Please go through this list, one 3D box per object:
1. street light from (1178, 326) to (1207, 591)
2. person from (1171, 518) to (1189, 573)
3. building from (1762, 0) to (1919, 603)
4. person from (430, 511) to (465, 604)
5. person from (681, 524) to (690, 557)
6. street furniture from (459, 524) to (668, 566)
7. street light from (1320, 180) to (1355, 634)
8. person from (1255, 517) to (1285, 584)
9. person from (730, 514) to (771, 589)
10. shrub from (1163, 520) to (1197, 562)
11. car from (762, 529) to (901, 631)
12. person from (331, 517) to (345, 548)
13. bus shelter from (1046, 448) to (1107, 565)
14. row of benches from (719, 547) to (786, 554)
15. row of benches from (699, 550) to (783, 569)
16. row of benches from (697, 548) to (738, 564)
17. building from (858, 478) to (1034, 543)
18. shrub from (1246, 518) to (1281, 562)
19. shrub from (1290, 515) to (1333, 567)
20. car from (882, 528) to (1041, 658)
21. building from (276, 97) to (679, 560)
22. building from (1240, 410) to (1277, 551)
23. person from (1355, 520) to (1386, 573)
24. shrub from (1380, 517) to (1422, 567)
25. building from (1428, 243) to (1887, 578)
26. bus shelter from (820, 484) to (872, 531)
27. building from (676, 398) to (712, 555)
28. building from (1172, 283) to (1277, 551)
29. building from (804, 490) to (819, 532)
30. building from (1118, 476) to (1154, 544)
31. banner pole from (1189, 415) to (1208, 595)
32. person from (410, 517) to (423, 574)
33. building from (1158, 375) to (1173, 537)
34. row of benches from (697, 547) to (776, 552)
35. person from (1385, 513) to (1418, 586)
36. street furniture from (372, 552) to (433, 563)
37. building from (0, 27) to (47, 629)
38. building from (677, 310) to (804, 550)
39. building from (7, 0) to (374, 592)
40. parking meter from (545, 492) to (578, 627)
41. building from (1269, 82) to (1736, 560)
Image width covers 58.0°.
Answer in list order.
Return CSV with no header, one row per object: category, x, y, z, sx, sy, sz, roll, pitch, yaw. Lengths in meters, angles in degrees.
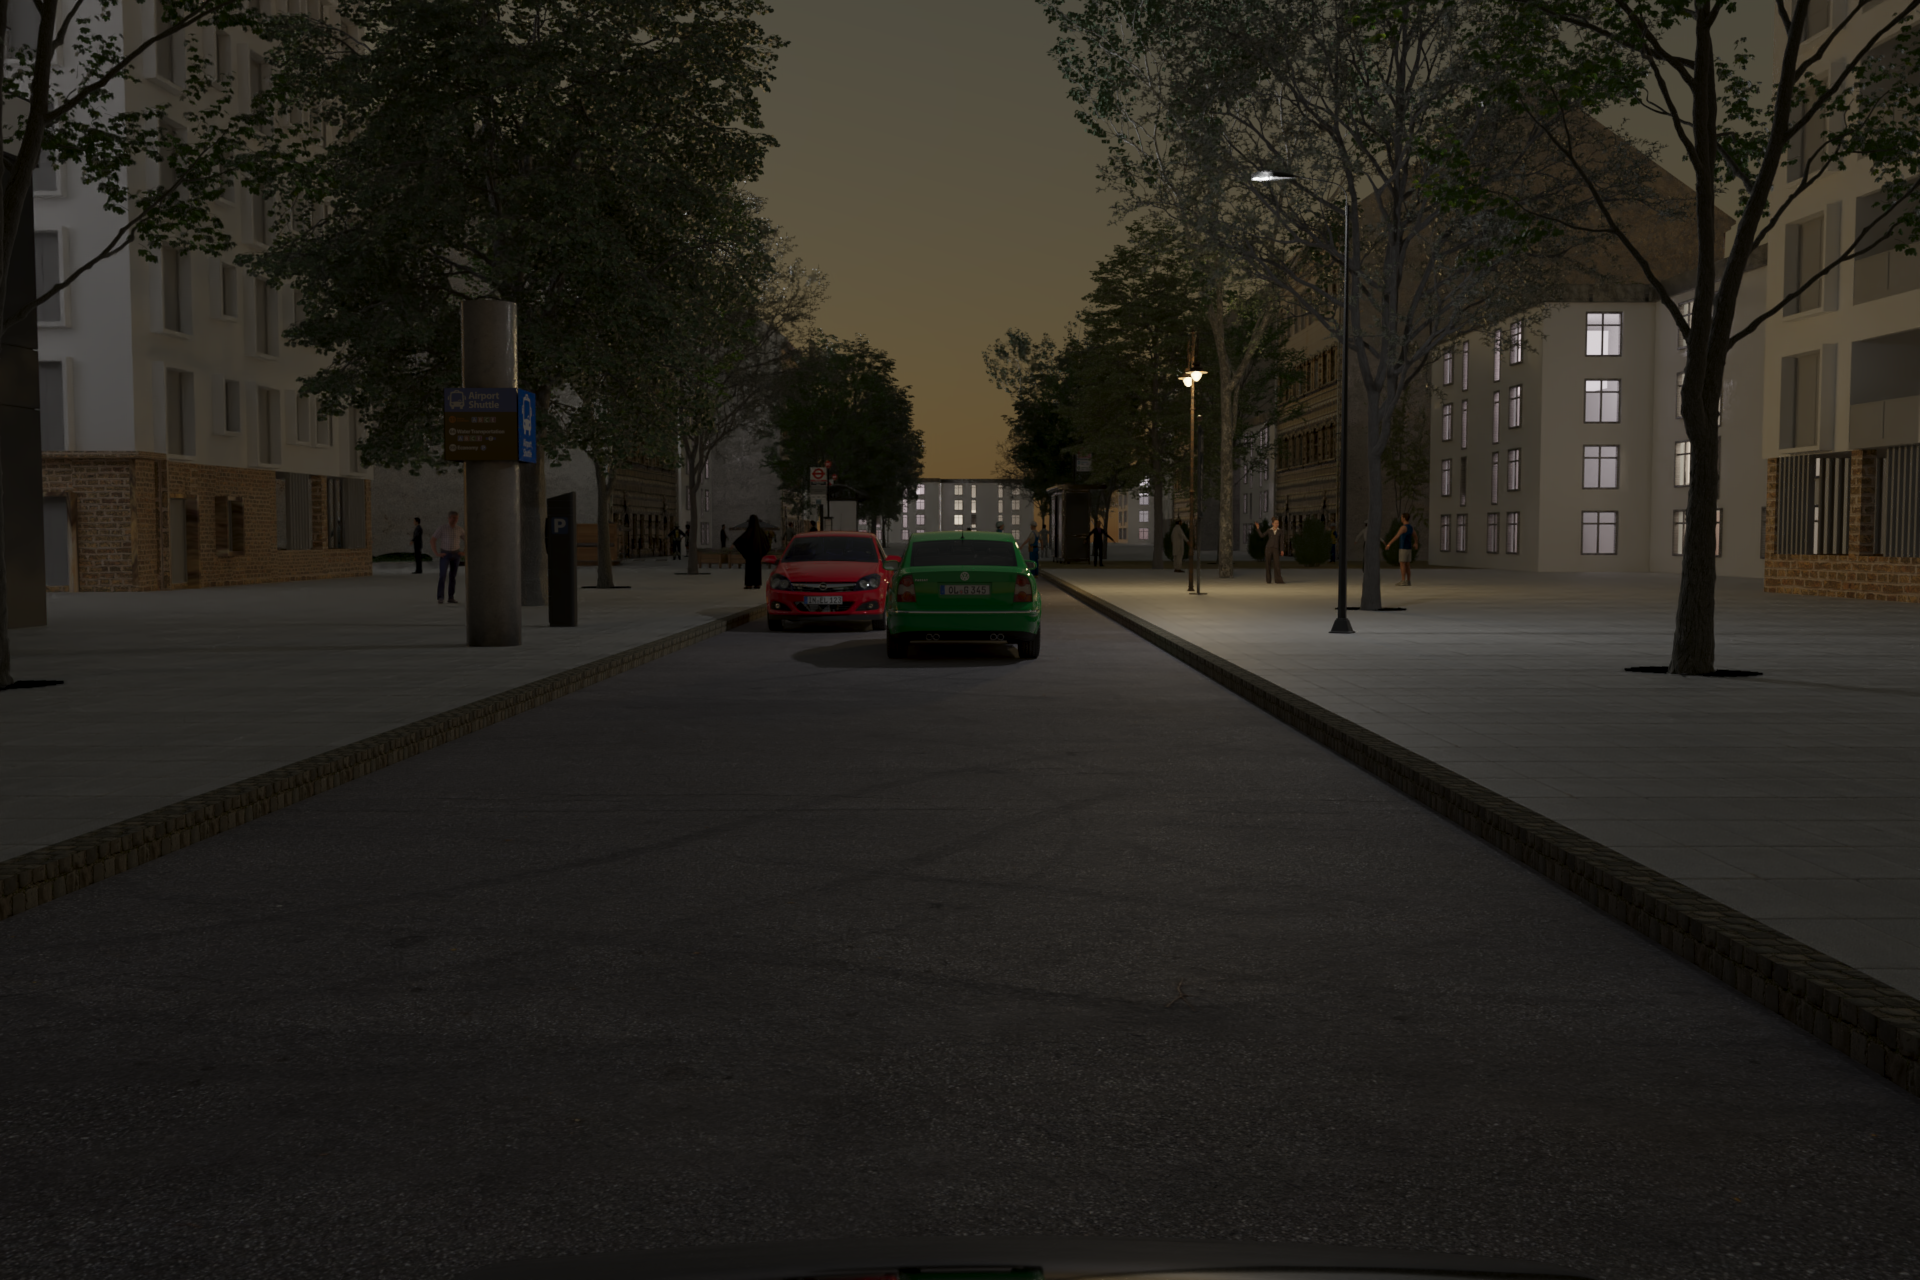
street light,5.185,-4.032,38.703,0.468,5.910,1.993,0,4,1
person,7.323,-3.168,57.880,0.704,1.819,1.344,-1,4,-17
building,22.663,-10.956,35.558,16.016,20.090,11.380,0,4,0
person,-9.452,-1.542,32.198,0.756,1.711,0.436,-2,4,-29
person,-15.152,-5.510,96.225,0.704,1.843,1.345,1,4,18
street furniture,-17.928,-4.063,73.291,11.010,1.723,9.812,-1,4,-8
street light,5.489,-3.040,22.245,1.470,5.913,1.316,0,4,1
person,7.999,-2.315,44.691,0.742,1.727,0.445,-1,4,-23
person,-4.868,-2.053,40.355,0.721,1.737,1.214,3,5,41
shrub,10.152,-4.685,80.645,1.661,2.075,1.752,0,3,0
car,-1.965,-1.102,27.066,2.155,1.783,4.494,0,4,0
person,-19.766,-3.033,55.422,1.345,1.849,0.704,0,4,6
bus shelter,5.052,-6.084,77.107,2.179,5.291,8.768,0,4,-2
row of benches,-9.639,-4.107,82.614,4.104,0.672,1.422,1,4,10
row of benches,-8.046,-2.983,64.234,4.104,0.672,1.422,2,4,33
row of benches,-10.260,-3.674,75.531,1.422,0.672,4.104,1,4,21
building,-2.874,-19.246,259.280,28.070,9.664,9.099,0,4,3
shrub,14.089,-4.667,80.342,1.661,2.075,1.752,0,3,0
shrub,13.739,-3.892,67.675,1.661,2.075,1.752,0,3,0
car,0.008,-0.767,21.338,1.959,1.807,4.718,0,4,-1
building,-26.135,-16.042,93.211,19.493,23.208,18.063,0,4,1
building,25.687,-10.723,117.472,9.099,9.664,28.070,0,3,0
person,13.564,-3.113,57.361,0.721,1.778,1.216,-3,5,-42
shrub,17.419,-3.926,68.611,1.690,2.028,1.600,0,3,0
building,24.024,-7.112,58.427,9.099,9.664,28.070,0,3,0
bus shelter,-4.885,-4.822,72.756,2.014,3.302,5.546,0,4,1
building,-21.616,-10.877,119.994,9.099,9.664,28.070,0,4,0
building,27.795,-19.034,142.142,19.493,23.208,18.063,0,4,1
building,-24.289,-22.299,221.000,16.016,20.090,11.380,0,4,1
building,25.910,-17.104,221.801,9.099,9.664,28.070,0,4,0
banner pole,5.058,-2.839,36.435,0.401,3.779,0.863,0,4,0
person,-17.615,-3.066,56.183,0.704,1.823,1.345,0,4,-7
building,27.741,-20.846,197.252,16.016,20.090,11.380,0,4,1
row of benches,-10.649,-3.993,80.740,4.104,0.672,1.422,-2,4,-23
person,11.017,-2.249,42.947,1.345,1.807,0.704,-3,5,-43
street furniture,-29.125,-3.800,77.754,10.072,0.657,5.734,0,4,-4
building,-27.084,-10.016,7.738,27.936,21.610,32.646,0,4,1
building,-23.068,-19.078,142.861,19.493,23.208,18.063,0,3,0
building,-23.064,-11.206,39.645,16.016,20.090,11.380,0,4,1
parking meter,-5.515,-1.115,23.947,0.399,1.863,0.255,0,4,0
building,27.797,-16.027,92.967,19.493,23.208,18.063,0,4,1
